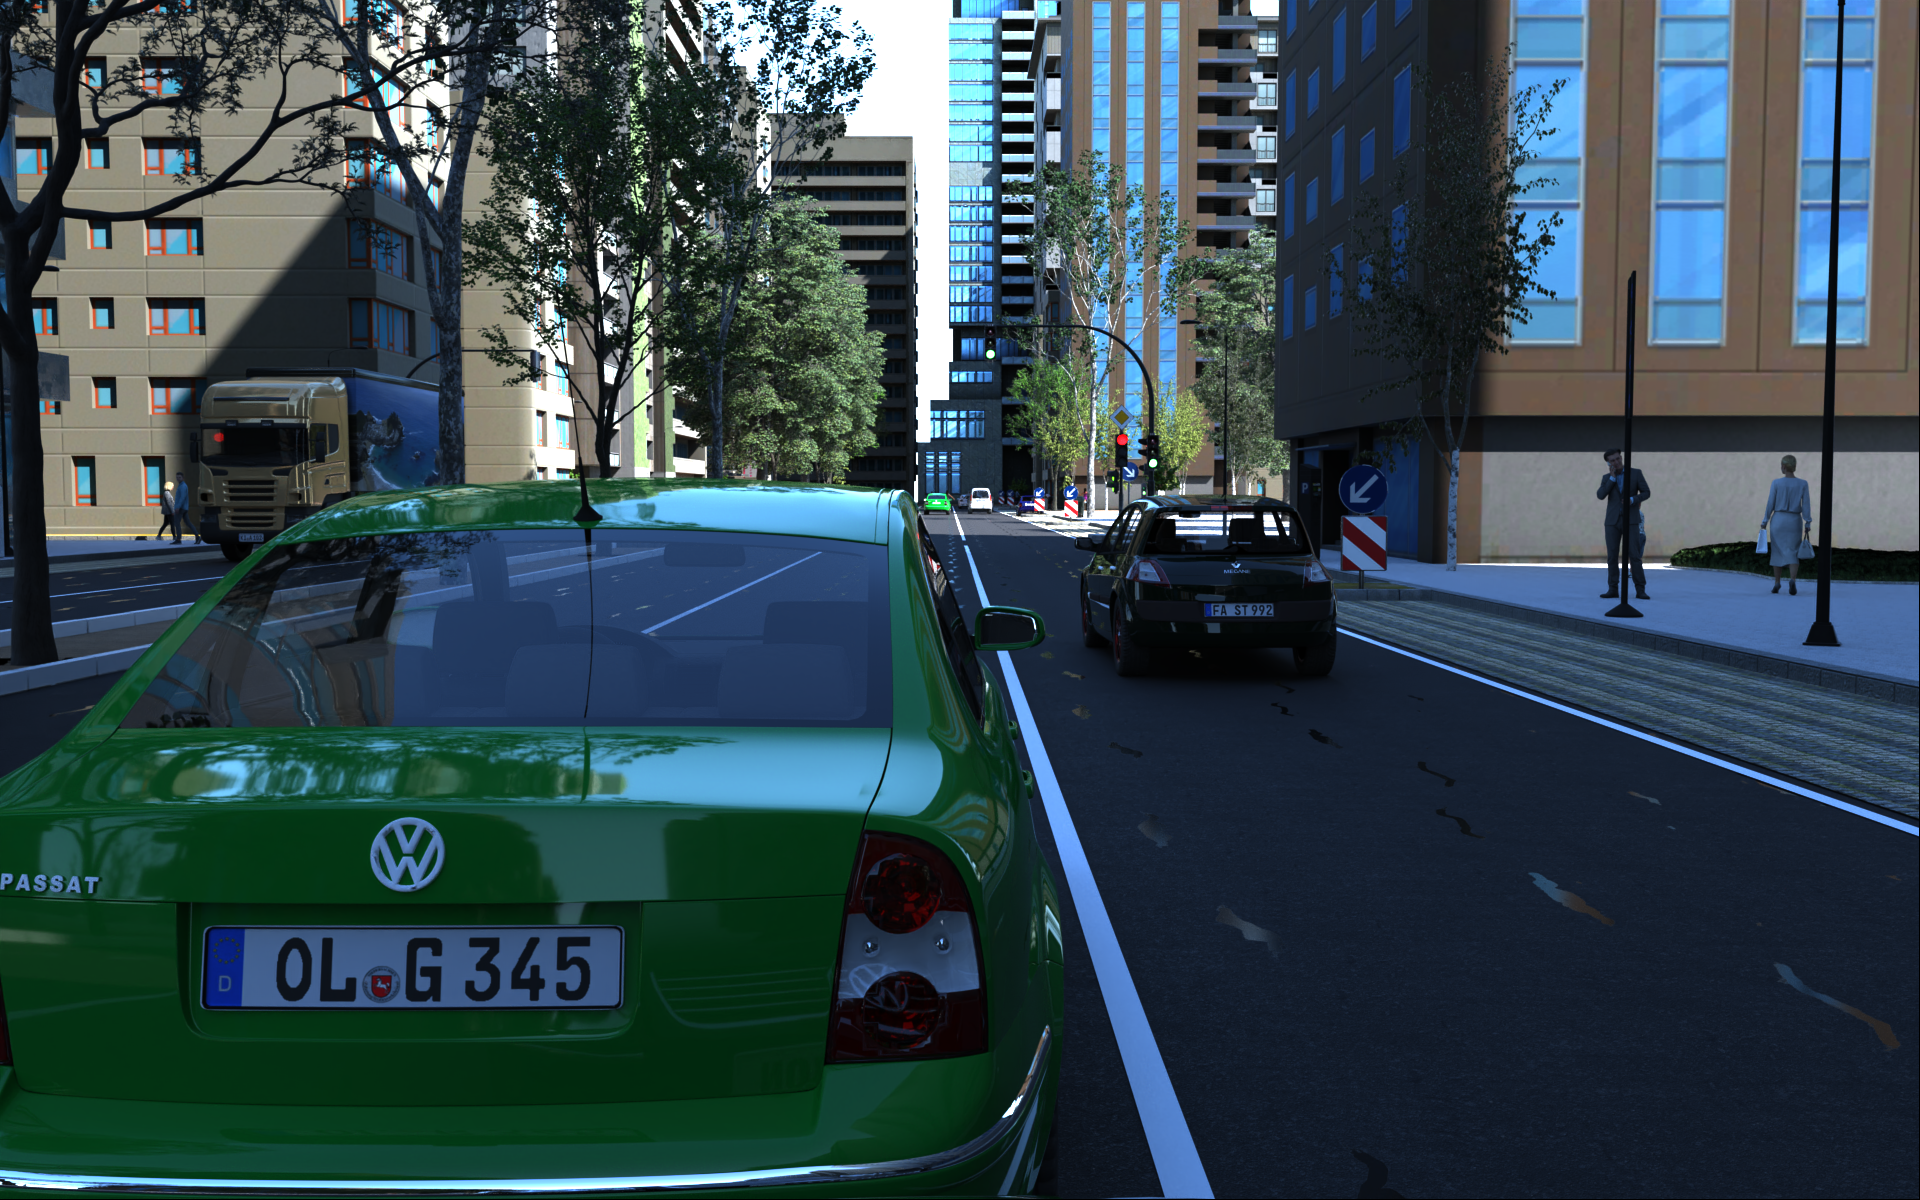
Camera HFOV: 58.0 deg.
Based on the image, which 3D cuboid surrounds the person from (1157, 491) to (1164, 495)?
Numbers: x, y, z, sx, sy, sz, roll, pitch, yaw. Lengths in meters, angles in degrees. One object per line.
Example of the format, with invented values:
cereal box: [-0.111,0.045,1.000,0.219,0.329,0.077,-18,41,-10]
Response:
person: [8.305,-4.015,72.256,0.480,1.755,0.524,-3,5,-43]

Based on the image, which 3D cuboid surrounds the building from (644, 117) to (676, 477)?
building: [-28.229,-21.408,121.728,14.160,30.474,14.107,0,4,0]

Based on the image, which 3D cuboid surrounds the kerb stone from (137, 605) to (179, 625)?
kerb stone: [-8.995,0.180,19.257,0.120,0.150,1.000,0,4,0]

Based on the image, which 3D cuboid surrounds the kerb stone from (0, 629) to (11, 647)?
kerb stone: [-8.975,0.368,16.184,0.120,0.150,1.000,0,4,0]

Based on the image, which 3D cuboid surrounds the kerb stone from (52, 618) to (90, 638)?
kerb stone: [-8.985,0.305,17.208,0.120,0.150,1.000,0,4,0]

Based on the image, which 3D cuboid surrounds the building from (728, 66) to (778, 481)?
building: [-32.654,-34.870,193.823,21.600,48.544,21.300,0,4,0]

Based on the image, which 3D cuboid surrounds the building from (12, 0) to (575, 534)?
building: [-32.397,-13.694,68.942,27.650,21.520,28.899,0,4,0]

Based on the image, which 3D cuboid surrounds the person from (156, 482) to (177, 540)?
person: [-23.810,-2.653,52.064,0.728,1.800,0.709,-2,4,-28]

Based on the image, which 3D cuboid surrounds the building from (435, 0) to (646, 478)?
building: [-26.204,-25.429,99.357,14.154,41.232,14.086,0,4,0]

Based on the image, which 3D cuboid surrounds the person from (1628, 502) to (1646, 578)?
person: [10.298,-0.961,26.445,0.332,1.250,0.352,1,4,9]

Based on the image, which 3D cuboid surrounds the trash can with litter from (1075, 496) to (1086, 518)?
trash can with litter: [6.513,-5.031,93.638,0.624,1.170,1.055,0,4,5]

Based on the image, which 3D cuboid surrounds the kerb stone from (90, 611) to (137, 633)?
kerb stone: [-8.984,0.245,18.231,0.120,0.150,1.000,0,4,0]

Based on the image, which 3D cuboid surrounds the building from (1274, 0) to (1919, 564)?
building: [15.181,-23.674,37.173,14.600,45.320,14.200,0,4,0]

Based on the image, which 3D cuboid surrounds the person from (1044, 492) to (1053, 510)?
person: [7.115,-7.975,139.630,0.799,1.438,0.628,0,4,4]

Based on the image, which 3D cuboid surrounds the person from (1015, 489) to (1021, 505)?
person: [6.228,-11.076,187.120,0.705,1.826,1.348,-2,4,-26]

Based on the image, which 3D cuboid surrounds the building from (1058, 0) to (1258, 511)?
building: [15.396,-29.903,139.022,14.600,45.320,14.200,0,4,0]

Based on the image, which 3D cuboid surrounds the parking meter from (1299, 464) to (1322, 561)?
parking meter: [6.747,-1.691,33.359,0.255,1.863,0.399,-2,4,-29]

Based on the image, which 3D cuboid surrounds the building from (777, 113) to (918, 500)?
building: [-16.323,-36.693,223.633,21.600,48.544,21.300,0,4,0]

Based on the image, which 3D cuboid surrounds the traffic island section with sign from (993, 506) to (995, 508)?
traffic island section with sign: [4.259,-10.699,183.562,1.989,1.847,2.006,0,4,0]

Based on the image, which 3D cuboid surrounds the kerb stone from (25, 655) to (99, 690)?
kerb stone: [-6.856,0.554,13.133,0.120,0.150,1.000,0,4,0]

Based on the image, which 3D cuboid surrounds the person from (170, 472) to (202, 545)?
person: [-19.696,-2.329,43.983,0.748,1.841,0.638,0,4,-7]

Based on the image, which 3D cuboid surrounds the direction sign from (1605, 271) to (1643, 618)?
direction sign: [6.959,-1.593,18.044,0.379,3.537,0.876,1,4,18]

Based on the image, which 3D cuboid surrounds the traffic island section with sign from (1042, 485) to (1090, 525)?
traffic island section with sign: [4.945,-4.344,79.650,1.989,1.847,2.006,0,4,0]

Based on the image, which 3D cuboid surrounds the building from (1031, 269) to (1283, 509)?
building: [21.206,-19.365,161.655,27.650,21.520,28.899,0,4,0]

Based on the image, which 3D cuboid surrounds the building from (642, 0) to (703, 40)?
building: [-32.807,-31.588,140.163,21.300,48.544,21.600,0,4,0]

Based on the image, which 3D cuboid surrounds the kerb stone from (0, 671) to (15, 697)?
kerb stone: [-6.848,0.617,12.109,0.120,0.150,1.000,0,4,0]

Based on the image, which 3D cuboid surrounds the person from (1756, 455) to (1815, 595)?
person: [10.527,-0.961,22.114,0.694,1.780,0.624,2,4,33]

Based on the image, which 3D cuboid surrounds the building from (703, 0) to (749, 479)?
building: [-33.291,-33.429,166.165,23.786,49.044,30.456,0,4,0]

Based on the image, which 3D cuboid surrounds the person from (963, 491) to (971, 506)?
person: [0.869,-8.871,154.266,1.217,1.736,0.721,0,4,-6]

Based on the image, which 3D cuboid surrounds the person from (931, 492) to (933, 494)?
person: [-3.172,-11.504,197.304,1.217,1.736,0.721,-1,4,-21]

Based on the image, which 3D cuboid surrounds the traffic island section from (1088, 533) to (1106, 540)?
traffic island section: [5.107,-1.985,54.728,2.009,0.180,2.903,0,4,0]

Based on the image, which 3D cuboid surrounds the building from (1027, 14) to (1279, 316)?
building: [22.251,-36.745,190.018,28.713,52.752,27.495,0,4,0]

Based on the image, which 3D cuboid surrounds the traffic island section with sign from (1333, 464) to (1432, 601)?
traffic island section with sign: [5.309,-0.943,24.044,1.989,1.847,2.006,0,4,0]

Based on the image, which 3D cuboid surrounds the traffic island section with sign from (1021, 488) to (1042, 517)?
traffic island section with sign: [4.759,-6.023,107.104,1.989,1.847,2.006,0,4,0]

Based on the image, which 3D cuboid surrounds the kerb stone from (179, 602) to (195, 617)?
kerb stone: [-9.003,0.118,20.279,0.120,0.150,1.000,0,4,0]

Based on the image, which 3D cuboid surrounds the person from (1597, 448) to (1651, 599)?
person: [8.143,-0.941,21.239,0.655,1.846,0.447,2,4,30]

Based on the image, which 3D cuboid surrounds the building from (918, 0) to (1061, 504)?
building: [10.183,-55.681,223.056,31.000,86.520,22.319,0,4,0]

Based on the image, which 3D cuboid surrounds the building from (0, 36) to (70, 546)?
building: [-36.002,-25.241,32.293,30.456,49.044,23.786,0,4,0]

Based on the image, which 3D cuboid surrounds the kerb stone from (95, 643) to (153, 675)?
kerb stone: [-6.860,0.492,14.155,0.120,0.150,1.000,0,4,0]

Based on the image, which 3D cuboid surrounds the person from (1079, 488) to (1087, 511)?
person: [9.576,-7.670,132.126,1.217,1.739,0.721,1,4,18]

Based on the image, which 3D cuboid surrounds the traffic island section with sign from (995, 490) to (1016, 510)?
traffic island section with sign: [4.438,-9.051,156.607,1.989,1.847,2.006,0,4,0]

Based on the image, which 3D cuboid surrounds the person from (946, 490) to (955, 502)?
person: [-0.955,-7.749,135.921,1.217,1.735,0.721,2,4,24]

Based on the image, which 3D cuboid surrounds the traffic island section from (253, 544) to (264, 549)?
traffic island section: [-17.680,-1.487,46.596,2.009,0.180,2.903,0,4,0]
